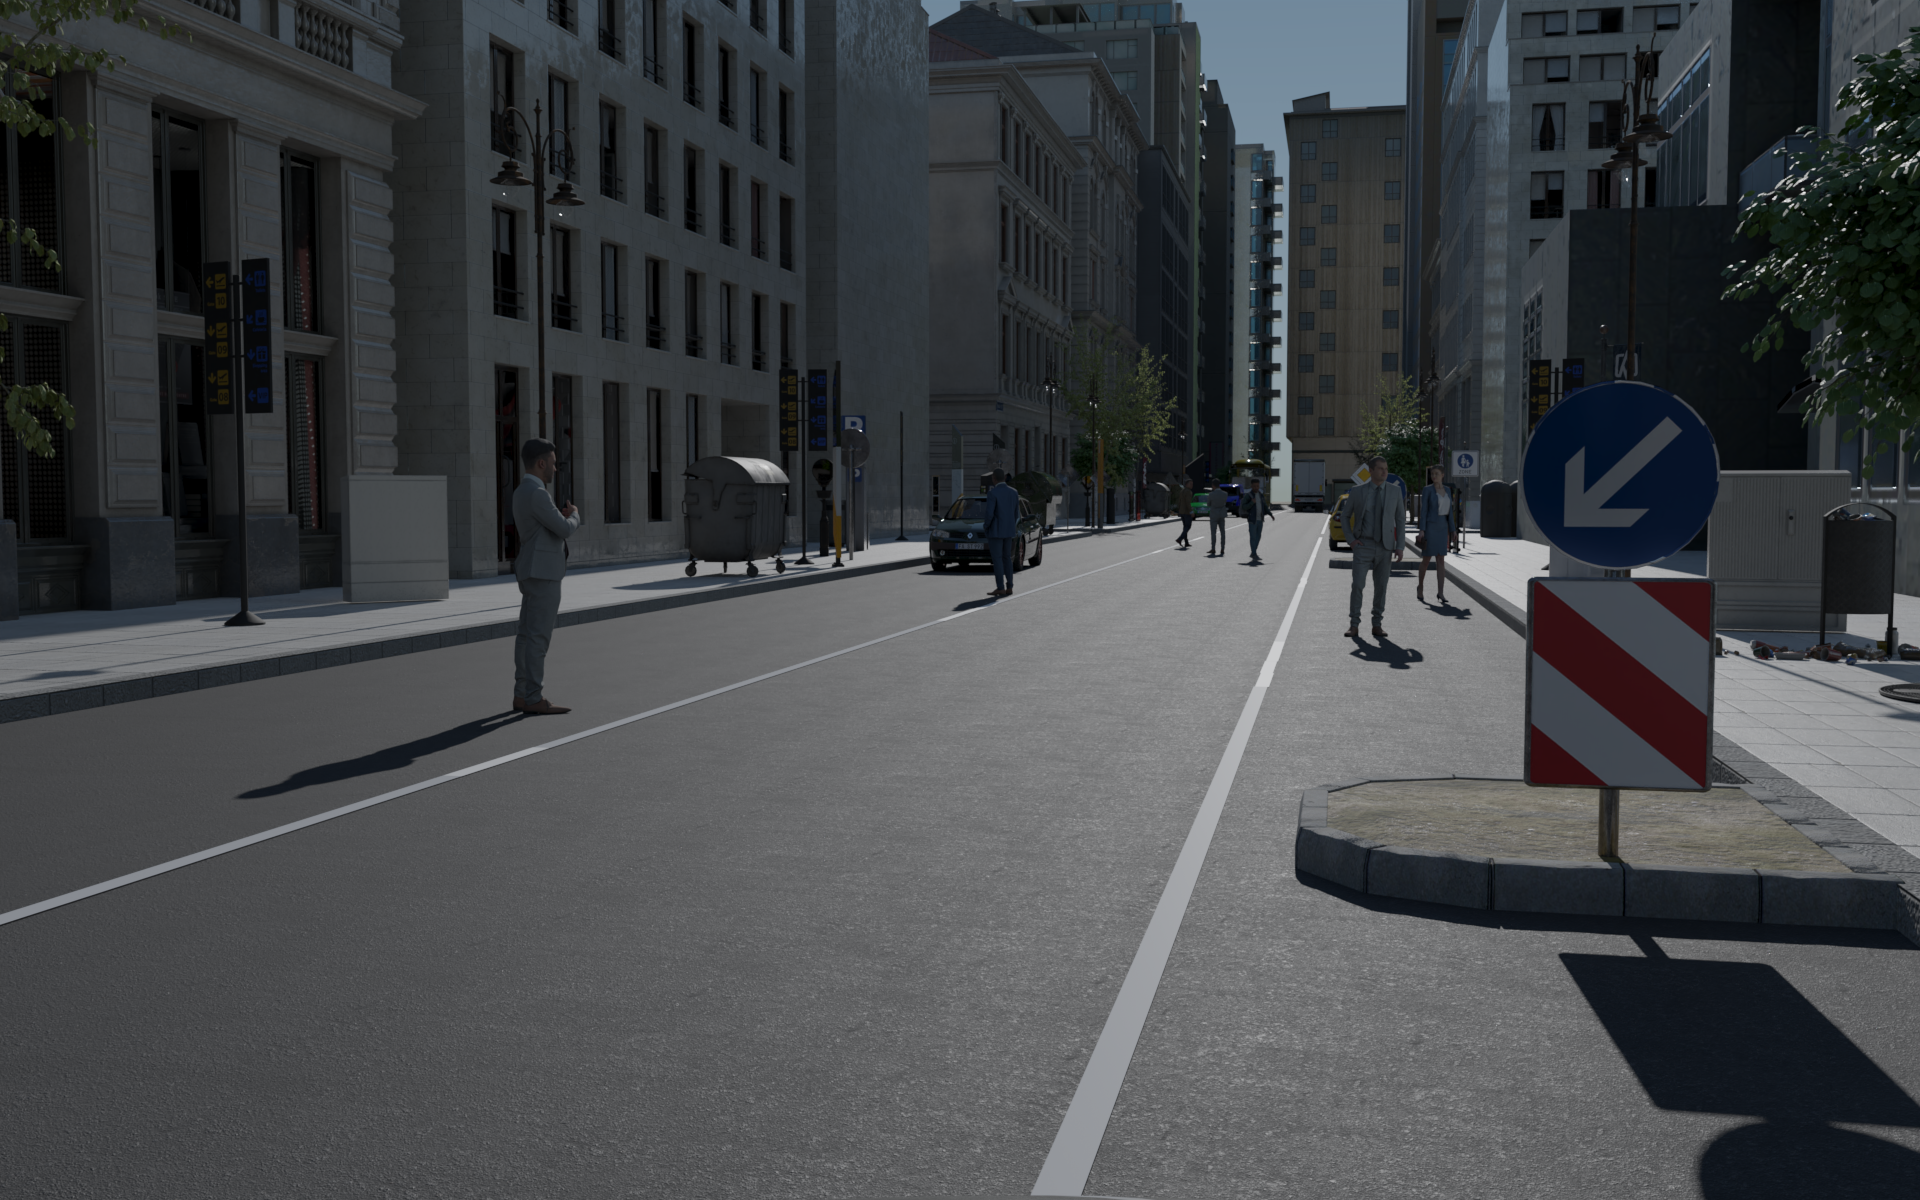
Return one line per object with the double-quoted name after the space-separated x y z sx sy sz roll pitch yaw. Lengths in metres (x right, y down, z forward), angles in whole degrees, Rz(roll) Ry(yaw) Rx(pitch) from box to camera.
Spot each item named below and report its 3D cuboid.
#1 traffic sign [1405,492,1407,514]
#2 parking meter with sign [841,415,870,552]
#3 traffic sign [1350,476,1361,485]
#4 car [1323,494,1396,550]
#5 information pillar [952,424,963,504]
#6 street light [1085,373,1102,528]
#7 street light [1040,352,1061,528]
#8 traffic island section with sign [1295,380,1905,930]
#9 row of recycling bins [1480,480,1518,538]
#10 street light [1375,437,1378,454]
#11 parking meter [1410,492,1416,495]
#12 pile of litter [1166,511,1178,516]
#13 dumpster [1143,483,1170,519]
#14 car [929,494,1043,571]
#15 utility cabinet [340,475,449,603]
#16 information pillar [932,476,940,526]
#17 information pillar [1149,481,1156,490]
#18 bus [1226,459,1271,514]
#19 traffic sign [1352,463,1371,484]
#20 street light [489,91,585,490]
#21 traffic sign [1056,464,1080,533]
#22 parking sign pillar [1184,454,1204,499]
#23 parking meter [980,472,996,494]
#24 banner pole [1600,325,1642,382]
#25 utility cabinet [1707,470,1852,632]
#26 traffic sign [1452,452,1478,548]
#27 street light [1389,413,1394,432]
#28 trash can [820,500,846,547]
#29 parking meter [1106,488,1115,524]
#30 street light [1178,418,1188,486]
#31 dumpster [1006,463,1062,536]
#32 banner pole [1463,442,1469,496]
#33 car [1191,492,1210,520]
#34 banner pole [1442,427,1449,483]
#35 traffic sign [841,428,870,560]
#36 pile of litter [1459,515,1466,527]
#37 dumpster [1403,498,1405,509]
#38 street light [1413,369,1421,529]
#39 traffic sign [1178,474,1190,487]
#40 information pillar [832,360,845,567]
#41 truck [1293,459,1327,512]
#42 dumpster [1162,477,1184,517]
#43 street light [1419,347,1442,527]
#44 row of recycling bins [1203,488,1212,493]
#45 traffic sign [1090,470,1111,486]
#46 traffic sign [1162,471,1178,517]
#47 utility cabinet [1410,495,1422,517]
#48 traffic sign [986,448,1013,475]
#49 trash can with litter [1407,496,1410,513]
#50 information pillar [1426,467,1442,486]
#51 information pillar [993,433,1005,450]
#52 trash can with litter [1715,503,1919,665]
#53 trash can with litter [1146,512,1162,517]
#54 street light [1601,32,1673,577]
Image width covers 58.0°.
21.417 -5.080 83.171 0.768 2.556 0.104 1 4 15 "traffic sign"
-2.327 -2.628 39.232 0.543 3.016 1.738 0 4 2 "parking meter with sign"
14.598 -3.635 63.075 0.795 2.450 0.064 1 4 12 "traffic sign"
10.591 -2.167 45.647 2.015 1.641 3.980 1 4 11 "car"
-0.092 -4.074 57.963 0.183 3.616 0.504 -3 5 -42 "information pillar"
5.100 -5.711 66.171 0.468 5.910 1.993 1 4 12 "street light"
2.963 -5.122 56.540 0.468 5.910 1.993 1 4 12 "street light"
2.352 0.111 6.821 1.989 1.847 2.006 1 4 12 "traffic island section with sign"
17.122 -2.734 51.812 3.534 1.692 1.069 -2 4 -25 "row of recycling bins"
32.548 -9.949 135.447 0.468 5.910 1.993 1 4 12 "street light"
26.313 -5.636 100.564 0.372 1.533 0.369 0 3 0 "parking meter"
12.146 -5.292 100.492 1.176 0.858 1.719 2 4 24 "pile of litter"
10.292 -5.200 90.785 1.264 1.857 1.865 1 4 12 "dumpster"
0.545 -1.455 33.573 2.009 1.686 4.222 1 4 10 "car"
-6.712 -0.728 20.577 1.173 1.500 0.318 -3 4 -38 "utility cabinet"
-0.970 -3.963 69.286 0.304 2.012 0.304 0 4 -1 "information pillar"
11.021 -5.788 99.130 0.304 2.012 0.304 0 4 -6 "information pillar"
21.057 -8.199 125.593 2.896 3.916 12.252 1 4 12 "bus"
12.895 -3.158 55.273 0.795 2.450 0.064 1 4 12 "traffic sign"
-4.933 -2.913 20.411 0.468 5.910 1.993 1 4 12 "street light"
3.574 -3.283 57.321 0.795 2.450 0.064 1 4 12 "traffic sign"
15.603 -7.785 115.755 1.447 3.967 1.447 -1 4 -20 "parking sign pillar"
0.746 -2.449 45.748 0.399 1.863 0.255 -3 5 -39 "parking meter"
9.682 -2.176 25.595 0.401 3.779 0.863 -2 4 -35 "banner pole"
7.604 -0.455 16.120 1.173 1.500 0.318 1 4 20 "utility cabinet"
11.901 -2.368 40.844 0.606 2.300 0.079 1 4 17 "traffic sign"
24.586 -7.727 99.120 0.468 5.910 1.993 1 4 12 "street light"
-3.038 -1.860 42.067 0.748 1.137 0.748 0 3 0 "trash can"
6.417 -3.994 73.710 0.372 1.533 0.369 0 3 0 "parking meter"
13.337 -8.008 103.720 0.468 5.910 1.993 1 4 12 "street light"
2.279 -3.130 53.668 1.502 2.255 1.985 1 4 12 "dumpster"
24.360 -5.712 83.404 0.401 3.779 0.863 2 4 33 "banner pole"
13.405 -5.238 94.437 1.959 1.807 4.718 1 4 12 "car"
17.980 -4.541 64.259 0.401 3.779 0.863 2 4 33 "banner pole"
-2.115 -2.047 33.581 0.768 2.556 0.104 1 4 18 "traffic sign"
19.213 -3.253 67.153 1.176 0.858 1.719 -2 4 -34 "pile of litter"
23.963 -5.492 95.561 1.264 1.857 1.865 1 4 12 "dumpster"
16.707 -5.512 62.903 0.468 5.910 1.993 1 4 12 "street light"
14.038 -6.644 108.727 0.768 2.556 0.104 1 4 21 "traffic sign"
-2.171 -2.400 30.591 0.183 3.616 0.504 -1 4 -11 "information pillar"
29.254 -9.540 144.889 2.839 4.237 11.283 1 4 12 "truck"
11.997 -5.857 98.255 1.502 2.255 1.985 1 4 12 "dumpster"
14.832 -4.994 54.444 0.468 5.910 1.993 1 4 12 "street light"
17.653 -7.127 123.643 1.069 1.692 3.534 1 4 15 "row of recycling bins"
5.277 -3.760 65.123 0.795 2.450 0.064 1 4 12 "traffic sign"
11.609 -5.861 95.830 0.884 2.594 0.081 1 4 16 "traffic sign"
26.024 -5.314 98.038 1.020 1.237 0.306 0 4 -7 "utility cabinet"
1.105 -2.953 48.389 0.768 2.556 0.104 1 4 13 "traffic sign"
30.418 -6.416 116.280 0.624 1.170 1.055 3 4 36 "trash can with litter"
12.661 -2.557 46.301 0.304 2.012 0.304 -3 5 -39 "information pillar"
1.466 -4.545 65.662 0.504 3.616 0.183 0 4 7 "information pillar"
6.679 -0.165 13.761 2.233 1.210 1.678 1 4 8 "trash can with litter"
10.800 -5.215 96.645 1.055 1.170 0.624 2 4 24 "trash can with litter"
6.967 -2.764 17.976 0.468 5.910 1.993 1 4 12 "street light"
